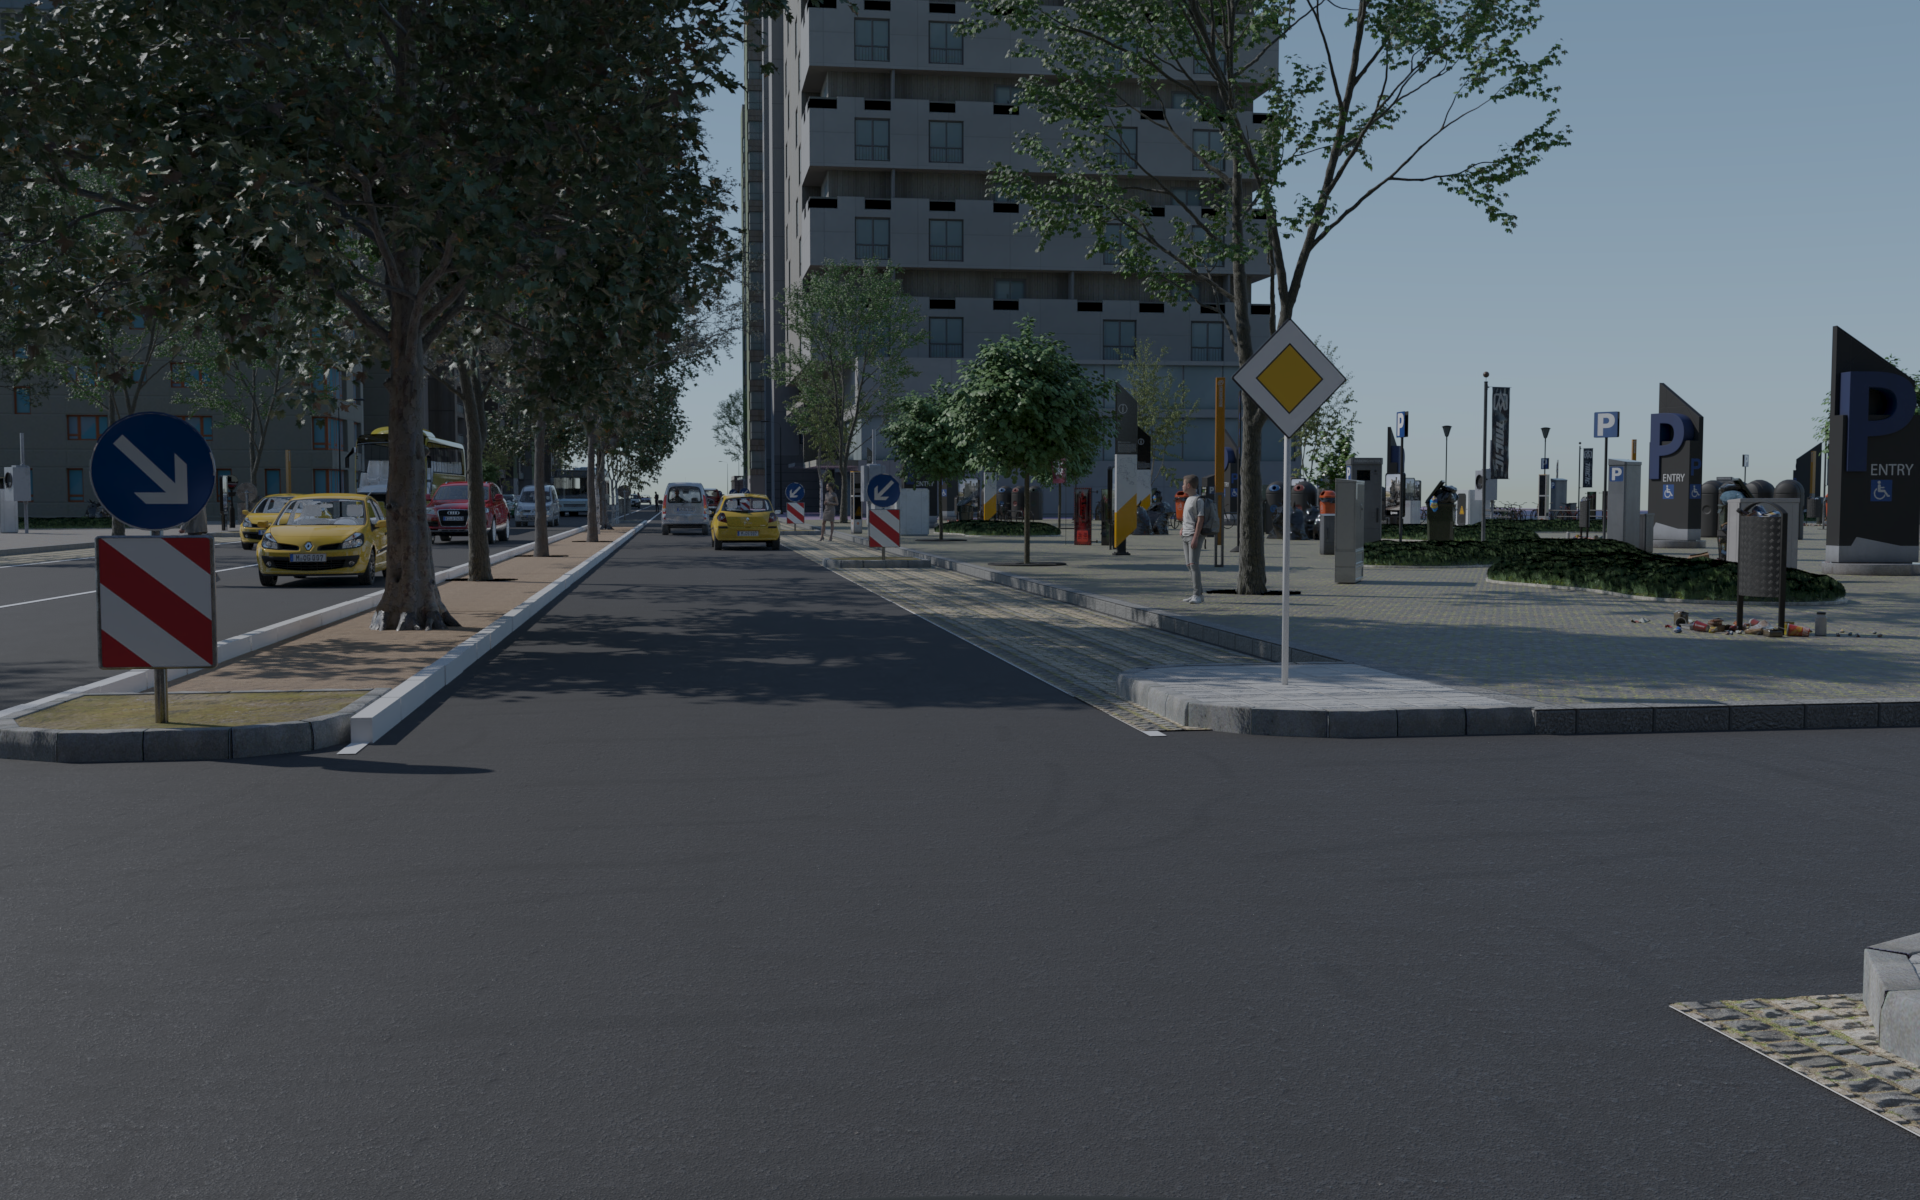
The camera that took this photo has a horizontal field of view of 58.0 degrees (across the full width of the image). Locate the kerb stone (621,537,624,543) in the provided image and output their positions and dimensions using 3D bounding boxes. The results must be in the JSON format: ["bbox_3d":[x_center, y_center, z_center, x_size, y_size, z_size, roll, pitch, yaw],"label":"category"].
[{"bbox_3d":[-9.633,-1.632,48.883,0.120,0.150,1.000,-1,4,-9],"label":"kerb stone"}]

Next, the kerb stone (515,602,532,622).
[{"bbox_3d":[-4.962,0.162,19.545,0.120,0.150,1.000,-1,4,-9],"label":"kerb stone"}]

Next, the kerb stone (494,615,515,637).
[{"bbox_3d":[-4.641,0.286,17.521,0.120,0.150,1.000,-1,4,-9],"label":"kerb stone"}]

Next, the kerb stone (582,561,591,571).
[{"bbox_3d":[-6.889,-0.580,31.675,0.120,0.150,1.000,-1,4,-9],"label":"kerb stone"}]

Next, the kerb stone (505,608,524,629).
[{"bbox_3d":[-4.800,0.224,18.536,0.120,0.150,1.000,-1,4,-9],"label":"kerb stone"}]

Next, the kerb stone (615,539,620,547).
[{"bbox_3d":[-9.149,-1.447,45.856,0.120,0.150,1.000,-1,4,-9],"label":"kerb stone"}]

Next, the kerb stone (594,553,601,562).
[{"bbox_3d":[-7.536,-0.828,35.727,0.120,0.150,1.000,-1,4,-9],"label":"kerb stone"}]

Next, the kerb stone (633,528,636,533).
[{"bbox_3d":[-11.411,-2.312,60.029,0.120,0.150,1.000,-1,4,-9],"label":"kerb stone"}]

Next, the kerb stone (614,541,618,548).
[{"bbox_3d":[-8.991,-1.385,44.846,0.120,0.150,1.000,-1,4,-9],"label":"kerb stone"}]

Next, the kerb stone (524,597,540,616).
[{"bbox_3d":[-5.122,0.103,20.555,0.120,0.150,1.000,-1,4,-9],"label":"kerb stone"}]

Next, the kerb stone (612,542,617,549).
[{"bbox_3d":[-8.830,-1.322,43.818,0.120,0.150,1.000,-1,4,-9],"label":"kerb stone"}]

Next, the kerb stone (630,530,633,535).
[{"bbox_3d":[-10.925,-2.128,56.997,0.120,0.150,1.000,-1,4,-9],"label":"kerb stone"}]

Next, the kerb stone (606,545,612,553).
[{"bbox_3d":[-8.342,-1.137,40.791,0.120,0.150,1.000,-1,4,-9],"label":"kerb stone"}]

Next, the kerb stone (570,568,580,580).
[{"bbox_3d":[-6.414,-0.394,28.636,0.120,0.150,1.000,-1,4,-9],"label":"kerb stone"}]

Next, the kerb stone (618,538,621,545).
[{"bbox_3d":[-9.310,-1.509,46.865,0.120,0.150,1.000,-1,4,-9],"label":"kerb stone"}]

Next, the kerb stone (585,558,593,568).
[{"bbox_3d":[-7.057,-0.642,32.695,0.120,0.150,1.000,-1,4,-9],"label":"kerb stone"}]

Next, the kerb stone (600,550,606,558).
[{"bbox_3d":[-7.862,-0.952,37.753,0.120,0.150,1.000,-1,4,-9],"label":"kerb stone"}]

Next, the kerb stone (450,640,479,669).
[{"bbox_3d":[-4.161,0.472,14.476,0.120,0.150,1.000,-1,4,-9],"label":"kerb stone"}]

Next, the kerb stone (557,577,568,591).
[{"bbox_3d":[-5.930,-0.208,25.603,0.120,0.150,1.000,-1,4,-9],"label":"kerb stone"}]

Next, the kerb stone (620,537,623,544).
[{"bbox_3d":[-9.466,-1.571,47.875,0.120,0.150,1.000,-1,4,-9],"label":"kerb stone"}]

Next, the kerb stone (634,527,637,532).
[{"bbox_3d":[-11.733,-2.438,62.059,0.120,0.150,1.000,-1,4,-9],"label":"kerb stone"}]

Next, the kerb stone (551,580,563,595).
[{"bbox_3d":[-5.768,-0.147,24.594,0.120,0.150,1.000,-1,4,-9],"label":"kerb stone"}]

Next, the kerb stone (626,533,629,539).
[{"bbox_3d":[-10.282,-1.874,52.937,0.120,0.150,1.000,-1,4,-9],"label":"kerb stone"}]

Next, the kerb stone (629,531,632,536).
[{"bbox_3d":[-10.755,-2.066,55.974,0.120,0.150,1.000,-1,4,-9],"label":"kerb stone"}]

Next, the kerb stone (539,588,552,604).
[{"bbox_3d":[-5.447,-0.023,22.575,0.120,0.150,1.000,-1,4,-9],"label":"kerb stone"}]

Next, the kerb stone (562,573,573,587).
[{"bbox_3d":[-6.085,-0.271,26.619,0.120,0.150,1.000,-1,4,-9],"label":"kerb stone"}]

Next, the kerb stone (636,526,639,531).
[{"bbox_3d":[-12.047,-2.559,64.091,0.120,0.150,1.000,-1,4,-9],"label":"kerb stone"}]

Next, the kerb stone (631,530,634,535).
[{"bbox_3d":[-11.089,-2.189,58.006,0.120,0.150,1.000,-1,4,-9],"label":"kerb stone"}]

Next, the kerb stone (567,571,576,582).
[{"bbox_3d":[-6.257,-0.332,27.626,0.120,0.150,1.000,-1,4,-9],"label":"kerb stone"}]

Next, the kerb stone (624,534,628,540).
[{"bbox_3d":[-10.111,-1.816,51.917,0.120,0.150,1.000,-1,4,-9],"label":"kerb stone"}]

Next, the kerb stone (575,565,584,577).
[{"bbox_3d":[-6.569,-0.456,29.653,0.120,0.150,1.000,-1,4,-9],"label":"kerb stone"}]

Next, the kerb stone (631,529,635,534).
[{"bbox_3d":[-11.244,-2.247,59.016,0.120,0.150,1.000,-1,4,-9],"label":"kerb stone"}]

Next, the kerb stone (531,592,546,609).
[{"bbox_3d":[-5.286,0.039,21.563,0.120,0.150,1.000,-1,4,-9],"label":"kerb stone"}]

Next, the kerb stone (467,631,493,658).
[{"bbox_3d":[-4.321,0.413,15.488,0.120,0.150,1.000,-1,4,-9],"label":"kerb stone"}]

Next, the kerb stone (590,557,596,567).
[{"bbox_3d":[-7.218,-0.703,33.708,0.120,0.150,1.000,-1,4,-9],"label":"kerb stone"}]

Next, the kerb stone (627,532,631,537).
[{"bbox_3d":[-10.600,-2.004,54.964,0.120,0.150,1.000,-1,4,-9],"label":"kerb stone"}]

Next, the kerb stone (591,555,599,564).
[{"bbox_3d":[-7.378,-0.766,34.717,0.120,0.150,1.000,-1,4,-9],"label":"kerb stone"}]

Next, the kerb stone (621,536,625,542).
[{"bbox_3d":[-9.797,-1.694,49.897,0.120,0.150,1.000,-1,4,-9],"label":"kerb stone"}]

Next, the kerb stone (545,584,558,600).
[{"bbox_3d":[-5.605,-0.085,23.585,0.120,0.150,1.000,-1,4,-9],"label":"kerb stone"}]

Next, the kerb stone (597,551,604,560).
[{"bbox_3d":[-7.701,-0.889,36.740,0.120,0.150,1.000,-1,4,-9],"label":"kerb stone"}]

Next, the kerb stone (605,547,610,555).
[{"bbox_3d":[-8.177,-1.075,39.778,0.120,0.150,1.000,-1,4,-9],"label":"kerb stone"}]

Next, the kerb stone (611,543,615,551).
[{"bbox_3d":[-8.665,-1.261,42.809,0.120,0.150,1.000,-1,4,-9],"label":"kerb stone"}]

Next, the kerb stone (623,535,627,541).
[{"bbox_3d":[-9.955,-1.756,50.907,0.120,0.150,1.000,-1,4,-9],"label":"kerb stone"}]

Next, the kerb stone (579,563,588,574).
[{"bbox_3d":[-6.730,-0.516,30.666,0.120,0.150,1.000,-1,4,-9],"label":"kerb stone"}]

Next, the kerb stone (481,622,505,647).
[{"bbox_3d":[-4.477,0.349,16.507,0.120,0.150,1.000,-1,4,-9],"label":"kerb stone"}]

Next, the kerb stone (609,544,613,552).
[{"bbox_3d":[-8.507,-1.197,41.800,0.120,0.150,1.000,-1,4,-9],"label":"kerb stone"}]

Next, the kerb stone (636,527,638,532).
[{"bbox_3d":[-11.894,-2.499,63.071,0.120,0.150,1.000,-1,4,-9],"label":"kerb stone"}]

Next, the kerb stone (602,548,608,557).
[{"bbox_3d":[-8.021,-1.013,38.763,0.120,0.150,1.000,-1,4,-9],"label":"kerb stone"}]

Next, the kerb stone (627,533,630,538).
[{"bbox_3d":[-10.438,-1.938,53.953,0.120,0.150,1.000,-1,4,-9],"label":"kerb stone"}]
